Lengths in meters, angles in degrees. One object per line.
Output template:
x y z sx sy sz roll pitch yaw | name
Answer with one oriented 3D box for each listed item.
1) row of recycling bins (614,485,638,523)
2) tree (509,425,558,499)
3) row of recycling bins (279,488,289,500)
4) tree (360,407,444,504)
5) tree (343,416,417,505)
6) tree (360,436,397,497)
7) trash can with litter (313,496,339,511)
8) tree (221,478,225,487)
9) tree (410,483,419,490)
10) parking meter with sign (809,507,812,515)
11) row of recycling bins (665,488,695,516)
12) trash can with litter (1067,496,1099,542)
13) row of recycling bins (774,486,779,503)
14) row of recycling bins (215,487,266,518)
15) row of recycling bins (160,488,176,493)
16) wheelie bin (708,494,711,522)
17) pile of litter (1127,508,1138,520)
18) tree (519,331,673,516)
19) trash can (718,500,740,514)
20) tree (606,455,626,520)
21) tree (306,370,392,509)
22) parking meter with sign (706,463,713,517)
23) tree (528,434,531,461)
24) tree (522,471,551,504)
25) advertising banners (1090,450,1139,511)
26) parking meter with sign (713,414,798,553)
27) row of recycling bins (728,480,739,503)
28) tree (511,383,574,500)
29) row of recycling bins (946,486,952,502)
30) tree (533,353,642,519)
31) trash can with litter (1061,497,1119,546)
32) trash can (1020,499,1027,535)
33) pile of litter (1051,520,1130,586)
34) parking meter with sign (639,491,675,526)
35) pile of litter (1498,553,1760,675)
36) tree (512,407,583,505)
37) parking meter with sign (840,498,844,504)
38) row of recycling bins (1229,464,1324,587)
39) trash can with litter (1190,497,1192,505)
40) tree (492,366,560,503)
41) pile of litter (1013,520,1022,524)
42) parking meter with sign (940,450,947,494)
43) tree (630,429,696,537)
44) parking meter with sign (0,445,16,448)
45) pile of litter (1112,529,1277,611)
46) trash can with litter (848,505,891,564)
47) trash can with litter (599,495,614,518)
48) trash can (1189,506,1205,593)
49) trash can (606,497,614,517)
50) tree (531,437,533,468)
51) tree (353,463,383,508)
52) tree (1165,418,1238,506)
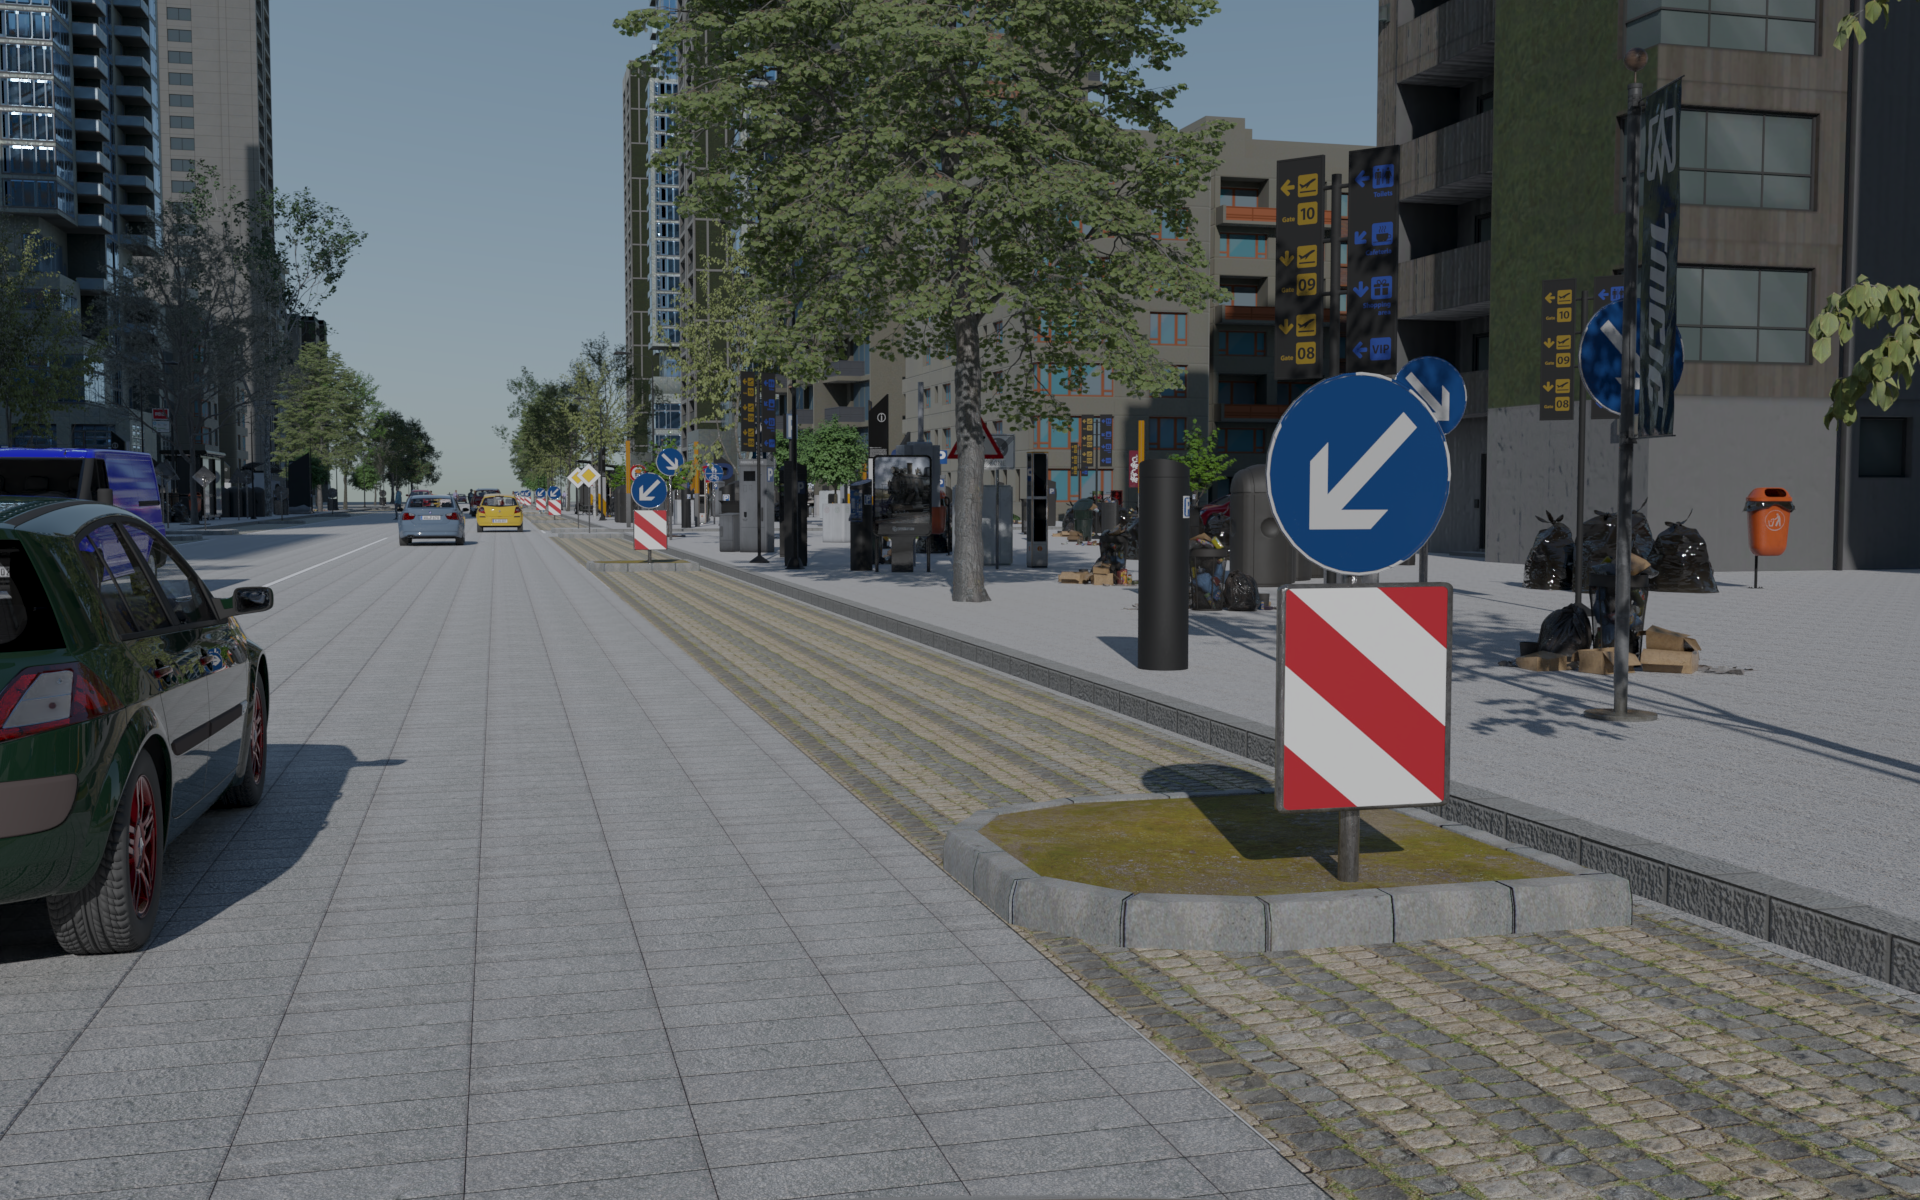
-15.088 -4.348 78.204 1.069 1.692 3.534 -1 4 -16 | row of recycling bins
-67.660 -22.594 276.069 9.857 13.997 8.962 0 3 0 | tree
-49.132 -7.256 125.746 3.534 1.692 1.069 -2 4 -34 | row of recycling bins
-74.609 -19.005 227.734 9.611 12.733 9.660 0 3 0 | tree
-65.429 -15.866 193.823 7.601 10.594 8.767 3 5 45 | tree
-67.756 -15.367 201.620 4.360 8.622 3.978 0 3 0 | tree
-48.129 -7.341 131.079 2.233 1.210 1.678 0 4 -4 | trash can with litter
-48.901 -7.299 113.940 1.663 3.219 1.824 0 3 0 | tree
-88.660 -20.210 280.802 4.737 8.622 4.395 0 3 0 | tree
-9.286 -6.614 104.401 1.738 3.016 0.543 -1 4 -11 | parking meter with sign
-16.614 -5.726 100.727 3.534 1.692 1.069 0 4 -5 | row of recycling bins
3.292 -2.161 46.718 0.624 1.170 1.055 2 4 24 | trash can with litter
-10.385 -5.086 90.270 1.069 1.692 3.534 -2 4 -35 | row of recycling bins
-39.829 -5.424 95.791 1.069 1.692 3.534 1 4 21 | row of recycling bins
-53.232 -6.814 118.528 1.069 1.692 3.534 2 4 29 | row of recycling bins
-11.813 -4.382 79.558 0.693 1.594 0.980 0 4 -1 | wheelie bin
5.630 -2.424 53.595 1.176 0.858 1.719 1 4 19 | pile of litter
-21.040 -10.111 99.735 8.767 10.594 7.601 -1 4 -19 | tree
-5.103 -1.689 39.266 0.748 1.137 0.748 0 3 0 | trash can
-16.849 -5.603 86.212 1.663 3.219 1.824 0 3 0 | tree
-51.312 -13.385 144.603 9.928 11.665 9.643 0 3 0 | tree
-13.545 -6.184 97.363 0.543 3.016 1.738 2 4 27 | parking meter with sign
-39.462 -13.257 167.107 4.737 8.622 4.395 0 3 0 | tree
-56.463 -15.368 234.974 4.285 4.588 4.351 0 3 0 | tree
6.219 -4.458 69.077 2.074 3.025 0.090 0 4 -3 | advertising banners
-4.466 -2.556 38.047 1.738 3.016 0.543 1 4 21 | parking meter with sign
-6.776 -2.872 54.071 1.069 1.692 3.534 0 4 -4 | row of recycling bins
-42.128 -15.854 177.337 7.486 12.596 7.792 0 3 0 | tree
-1.456 -4.994 88.772 1.069 1.692 3.534 -2 4 -32 | row of recycling bins
-18.952 -8.584 90.704 4.737 8.622 4.395 0 3 0 | tree
3.537 -1.983 43.480 1.678 1.210 2.233 -3 5 -44 | trash can with litter
2.244 -2.635 54.735 0.748 1.137 0.748 0 3 0 | trash can
1.995 -0.663 24.807 1.176 0.858 1.719 0 4 -4 | pile of litter
-12.265 -4.498 69.798 0.543 3.016 1.738 2 4 26 | parking meter with sign
4.881 0.079 12.672 1.719 0.858 1.176 2 4 31 | pile of litter
-46.190 -16.452 194.742 9.928 11.665 9.643 0 3 0 | tree
-6.143 -5.882 92.437 0.543 3.016 1.738 0 4 3 | parking meter with sign
4.650 -1.116 25.368 1.069 1.692 3.534 1 4 22 | row of recycling bins
9.614 -3.799 73.495 0.624 1.170 1.055 -2 4 -25 | trash can with litter
-62.188 -24.370 254.338 12.611 20.169 13.585 0 3 0 | tree
1.950 -3.680 74.132 1.176 0.858 1.719 -2 4 -31 | pile of litter
-0.805 -4.394 68.109 0.543 3.016 1.738 0 4 2 | parking meter with sign
-8.646 -3.501 51.847 1.663 3.219 1.824 0 3 0 | tree
-33.607 -3.947 60.796 0.543 3.016 1.738 -1 4 -16 | parking meter with sign
2.706 -0.328 19.336 1.719 0.858 1.176 1 4 19 | pile of litter
-1.478 -1.250 31.819 1.055 1.170 0.624 -2 4 -34 | trash can with litter
-18.590 -5.140 95.103 2.233 1.210 1.678 0 4 2 | trash can with litter
2.618 -0.584 21.207 0.748 1.137 0.748 0 3 0 | trash can
-19.393 -5.192 96.547 0.748 1.137 0.748 0 3 0 | trash can
-32.973 -11.937 145.536 4.737 8.622 4.395 0 3 0 | tree
-56.447 -11.051 164.390 4.285 4.588 4.351 0 3 0 | tree
5.952 -3.028 44.112 1.663 3.219 1.824 0 3 0 | tree
